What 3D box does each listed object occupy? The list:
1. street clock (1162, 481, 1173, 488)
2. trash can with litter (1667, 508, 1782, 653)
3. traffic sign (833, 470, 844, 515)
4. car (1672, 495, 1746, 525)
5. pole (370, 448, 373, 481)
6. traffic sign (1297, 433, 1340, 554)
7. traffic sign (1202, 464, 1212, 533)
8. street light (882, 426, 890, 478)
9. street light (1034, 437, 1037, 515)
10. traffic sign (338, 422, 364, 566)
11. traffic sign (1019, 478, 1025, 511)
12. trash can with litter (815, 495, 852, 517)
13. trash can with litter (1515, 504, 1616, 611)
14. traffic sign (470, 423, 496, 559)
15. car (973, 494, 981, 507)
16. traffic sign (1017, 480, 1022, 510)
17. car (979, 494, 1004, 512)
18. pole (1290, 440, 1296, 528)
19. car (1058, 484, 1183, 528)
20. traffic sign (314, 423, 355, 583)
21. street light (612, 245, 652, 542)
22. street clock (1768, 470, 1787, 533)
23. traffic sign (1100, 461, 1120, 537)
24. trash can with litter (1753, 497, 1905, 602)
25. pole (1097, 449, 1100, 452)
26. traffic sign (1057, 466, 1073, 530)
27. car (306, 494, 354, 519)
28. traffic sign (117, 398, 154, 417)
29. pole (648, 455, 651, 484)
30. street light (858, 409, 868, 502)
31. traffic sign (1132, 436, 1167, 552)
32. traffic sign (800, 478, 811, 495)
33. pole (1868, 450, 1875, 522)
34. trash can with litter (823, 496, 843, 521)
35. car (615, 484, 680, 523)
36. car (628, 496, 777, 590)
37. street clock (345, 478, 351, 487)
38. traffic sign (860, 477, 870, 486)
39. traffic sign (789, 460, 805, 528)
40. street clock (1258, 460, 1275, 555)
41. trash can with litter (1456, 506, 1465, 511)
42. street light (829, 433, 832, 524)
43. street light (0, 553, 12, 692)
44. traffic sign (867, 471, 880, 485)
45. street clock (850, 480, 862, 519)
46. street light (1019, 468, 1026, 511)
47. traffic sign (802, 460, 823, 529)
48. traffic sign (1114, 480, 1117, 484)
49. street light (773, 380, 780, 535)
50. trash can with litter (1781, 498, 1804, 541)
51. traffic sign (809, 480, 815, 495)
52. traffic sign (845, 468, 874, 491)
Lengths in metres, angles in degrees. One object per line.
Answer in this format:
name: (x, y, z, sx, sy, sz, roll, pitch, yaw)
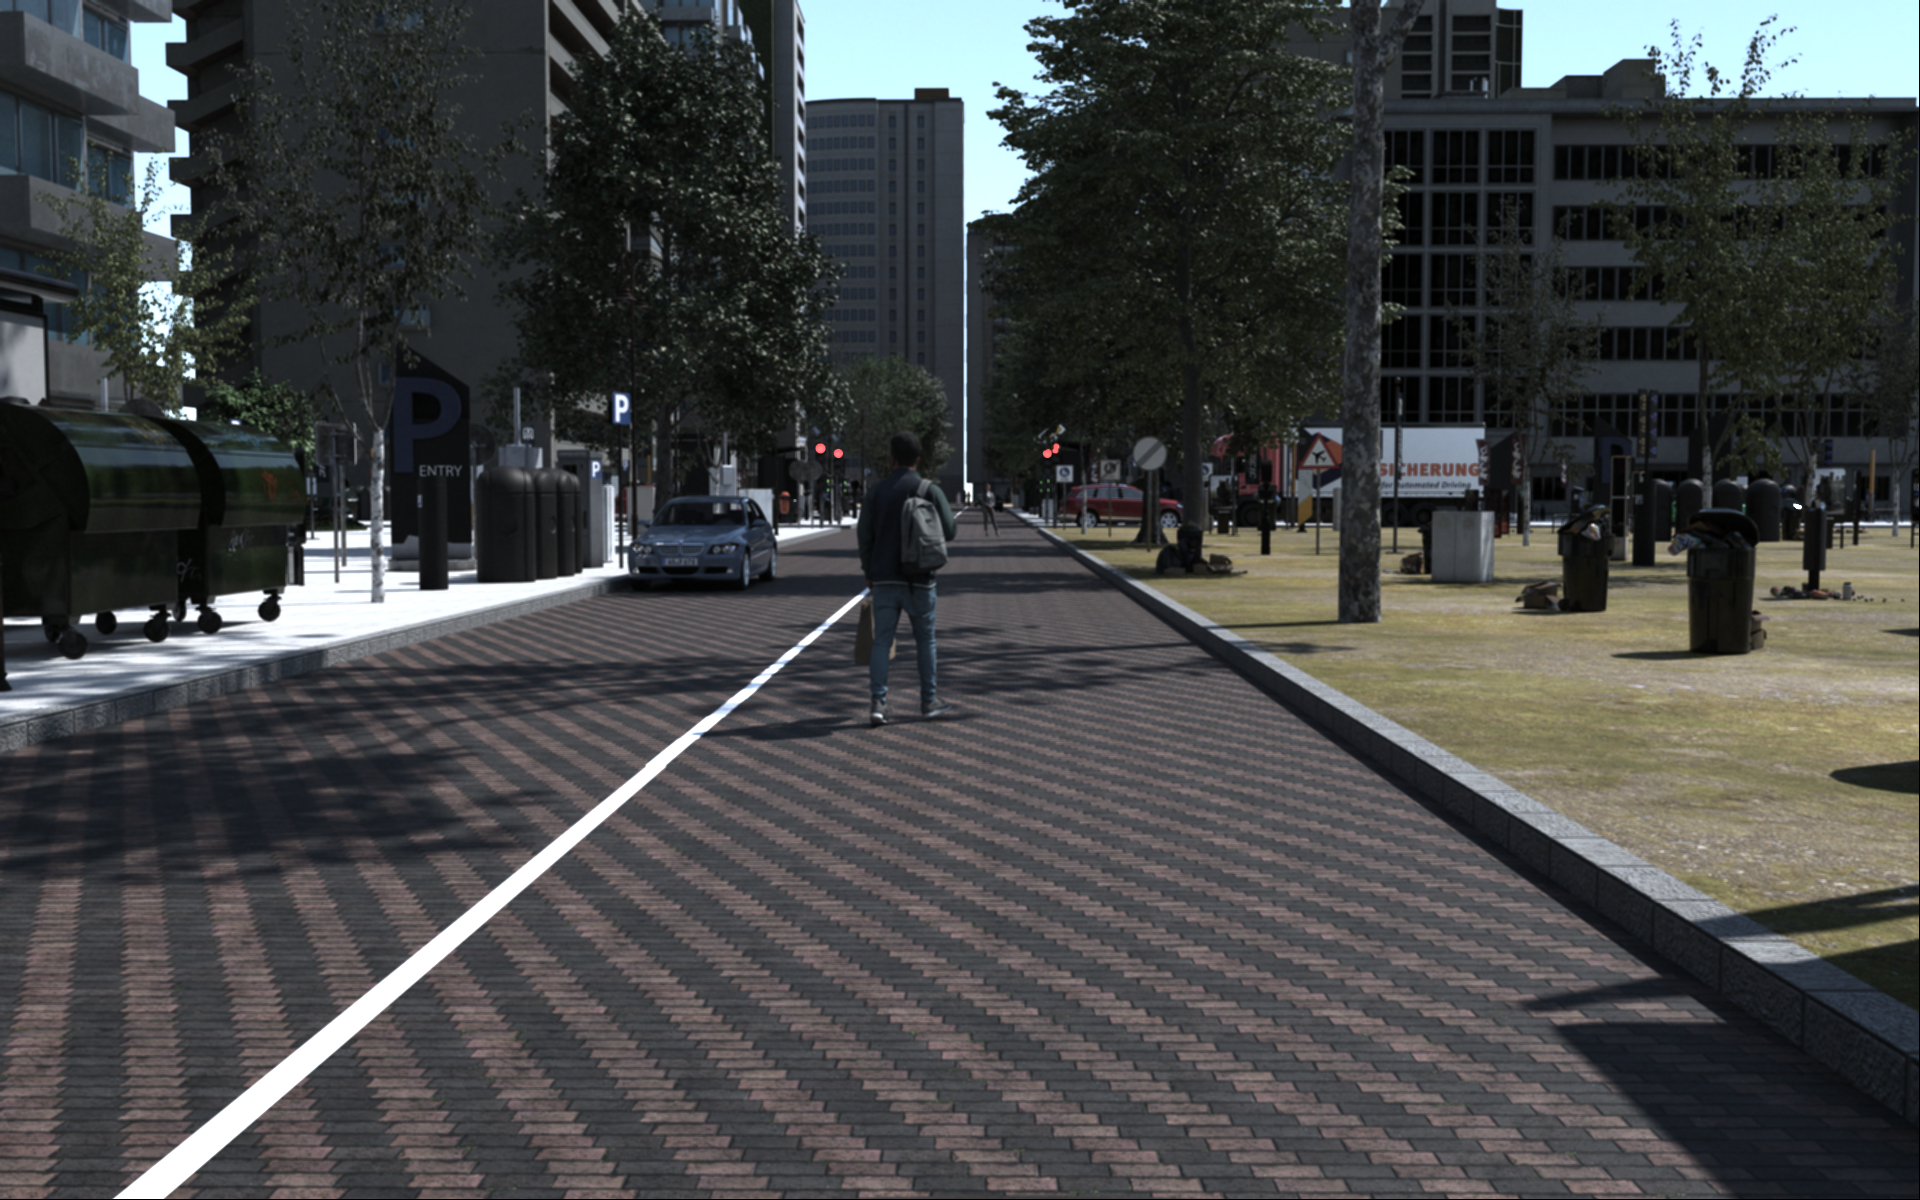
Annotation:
street clock: (11.646, -5.695, 97.677, 0.471, 2.002, 0.358, -2, 4, -27)
trash can with litter: (6.258, -0.173, 14.221, 0.624, 1.170, 1.055, 3, 4, 37)
traffic sign: (-6.351, -5.444, 89.109, 0.768, 2.556, 0.104, 0, 4, 5)
car: (28.803, -3.664, 68.696, 4.718, 1.807, 1.959, 0, 4, 2)
pole: (-25.868, -5.049, 76.395, 0.158, 3.312, 0.155, 0, 3, 0)
traffic sign: (7.595, -2.245, 36.709, 0.884, 2.594, 0.081, 1, 4, 9)
traffic sign: (7.983, -3.346, 56.837, 0.606, 2.300, 0.079, 1, 4, 10)
street light: (-4.954, -8.739, 115.674, 0.468, 5.910, 1.993, 0, 4, 1)
street light: (4.552, -8.080, 104.901, 0.468, 5.910, 1.993, 0, 4, 1)
traffic sign: (-10.927, -1.868, 30.652, 0.768, 2.556, 0.104, 0, 4, 5)
traffic sign: (4.816, -7.878, 128.814, 0.884, 2.594, 0.081, 0, 4, 8)
trash can with litter: (-7.788, -5.869, 107.019, 2.233, 1.210, 1.678, 0, 4, 2)
trash can with litter: (6.662, -0.473, 19.126, 0.624, 1.170, 1.055, -3, 5, -44)
traffic sign: (-8.748, -1.905, 31.246, 0.768, 2.556, 0.104, 0, 4, 1)
car: (2.529, -11.130, 193.765, 2.131, 1.459, 4.920, 0, 4, 1)
traffic sign: (5.057, -8.640, 141.363, 0.768, 2.556, 0.104, 0, 4, 4)
car: (2.559, -7.872, 138.492, 2.009, 1.686, 4.222, 0, 4, 1)
pole: (12.549, -4.368, 65.255, 0.158, 3.312, 0.155, 0, 3, 0)
car: (6.514, -3.657, 68.471, 5.304, 1.827, 2.281, 0, 4, 1)
traffic sign: (-9.016, -1.399, 25.004, 0.606, 2.300, 0.079, 0, 4, 6)
street light: (-6.110, -3.646, 32.405, 0.468, 5.910, 1.993, 0, 4, 1)
street clock: (24.121, -2.850, 51.160, 0.471, 2.002, 0.358, -1, 4, -9)
traffic sign: (4.493, -3.043, 51.875, 0.606, 2.300, 0.079, 1, 4, 9)
trash can with litter: (10.799, -0.654, 21.744, 1.678, 1.210, 2.233, 1, 4, 20)
pole: (6.168, -5.137, 77.832, 0.158, 3.312, 0.155, 0, 3, 0)
traffic sign: (3.719, -3.642, 61.680, 0.606, 2.300, 0.079, 0, 4, 1)
car: (-26.317, -3.617, 68.929, 4.222, 1.686, 2.009, 0, 4, -1)
traffic sign: (-10.890, -1.402, 23.031, 0.768, 2.556, 0.104, 0, 4, 7)
pole: (-16.260, -5.923, 90.687, 0.158, 3.312, 0.155, 0, 3, 0)
street light: (-5.305, -7.443, 94.488, 0.468, 5.910, 1.993, 0, 4, 1)
traffic sign: (4.182, -2.332, 38.240, 0.768, 2.556, 0.104, 1, 4, 9)
traffic sign: (-8.670, -5.886, 96.335, 0.768, 2.556, 0.104, 0, 4, 7)
pole: (41.907, -5.245, 79.605, 0.158, 3.312, 0.155, 0, 3, 0)
trash can with litter: (-6.073, -4.345, 82.431, 1.055, 1.170, 0.624, 1, 4, 16)
car: (-11.154, -3.680, 68.849, 5.304, 1.827, 2.281, 0, 4, -1)
car: (-3.982, -0.940, 27.370, 2.014, 1.417, 4.499, 0, 4, 2)
street clock: (-28.465, -4.631, 80.280, 0.471, 2.002, 0.358, 1, 4, 15)
traffic sign: (-7.000, -7.815, 127.880, 0.768, 2.556, 0.104, 0, 4, 3)
traffic sign: (-6.023, -3.953, 64.739, 0.768, 2.556, 0.104, 0, 4, 5)
street clock: (6.479, -1.963, 36.661, 0.358, 2.002, 0.471, 1, 4, 8)
trash can with litter: (40.644, -7.897, 140.496, 0.624, 1.170, 1.055, 2, 4, 29)
street light: (-5.480, -6.133, 73.065, 0.468, 5.910, 1.993, 0, 4, 1)
street light: (-6.285, -2.344, 11.114, 0.468, 5.910, 1.993, 0, 4, 1)
traffic sign: (-4.906, -6.063, 99.137, 0.884, 2.594, 0.081, 1, 4, 10)
street clock: (-5.504, -5.264, 90.639, 0.358, 2.002, 0.471, 3, 4, 37)
street light: (4.766, -9.390, 126.316, 0.468, 5.910, 1.993, 0, 4, 1)
traffic sign: (-5.484, -3.925, 64.278, 0.768, 2.556, 0.104, 0, 4, 6)
traffic sign: (9.323, -6.547, 107.154, 0.768, 2.556, 0.104, 1, 4, 10)
street light: (-5.715, -4.950, 53.722, 0.468, 5.910, 1.993, 0, 4, 1)
trash can with litter: (22.978, -2.209, 47.506, 0.624, 1.170, 1.055, 0, 4, -6)
traffic sign: (-8.542, -5.906, 98.684, 0.606, 2.300, 0.079, 0, 4, 2)
traffic sign: (-7.788, -8.544, 133.570, 2.265, 3.308, 0.079, 0, 4, 2)
